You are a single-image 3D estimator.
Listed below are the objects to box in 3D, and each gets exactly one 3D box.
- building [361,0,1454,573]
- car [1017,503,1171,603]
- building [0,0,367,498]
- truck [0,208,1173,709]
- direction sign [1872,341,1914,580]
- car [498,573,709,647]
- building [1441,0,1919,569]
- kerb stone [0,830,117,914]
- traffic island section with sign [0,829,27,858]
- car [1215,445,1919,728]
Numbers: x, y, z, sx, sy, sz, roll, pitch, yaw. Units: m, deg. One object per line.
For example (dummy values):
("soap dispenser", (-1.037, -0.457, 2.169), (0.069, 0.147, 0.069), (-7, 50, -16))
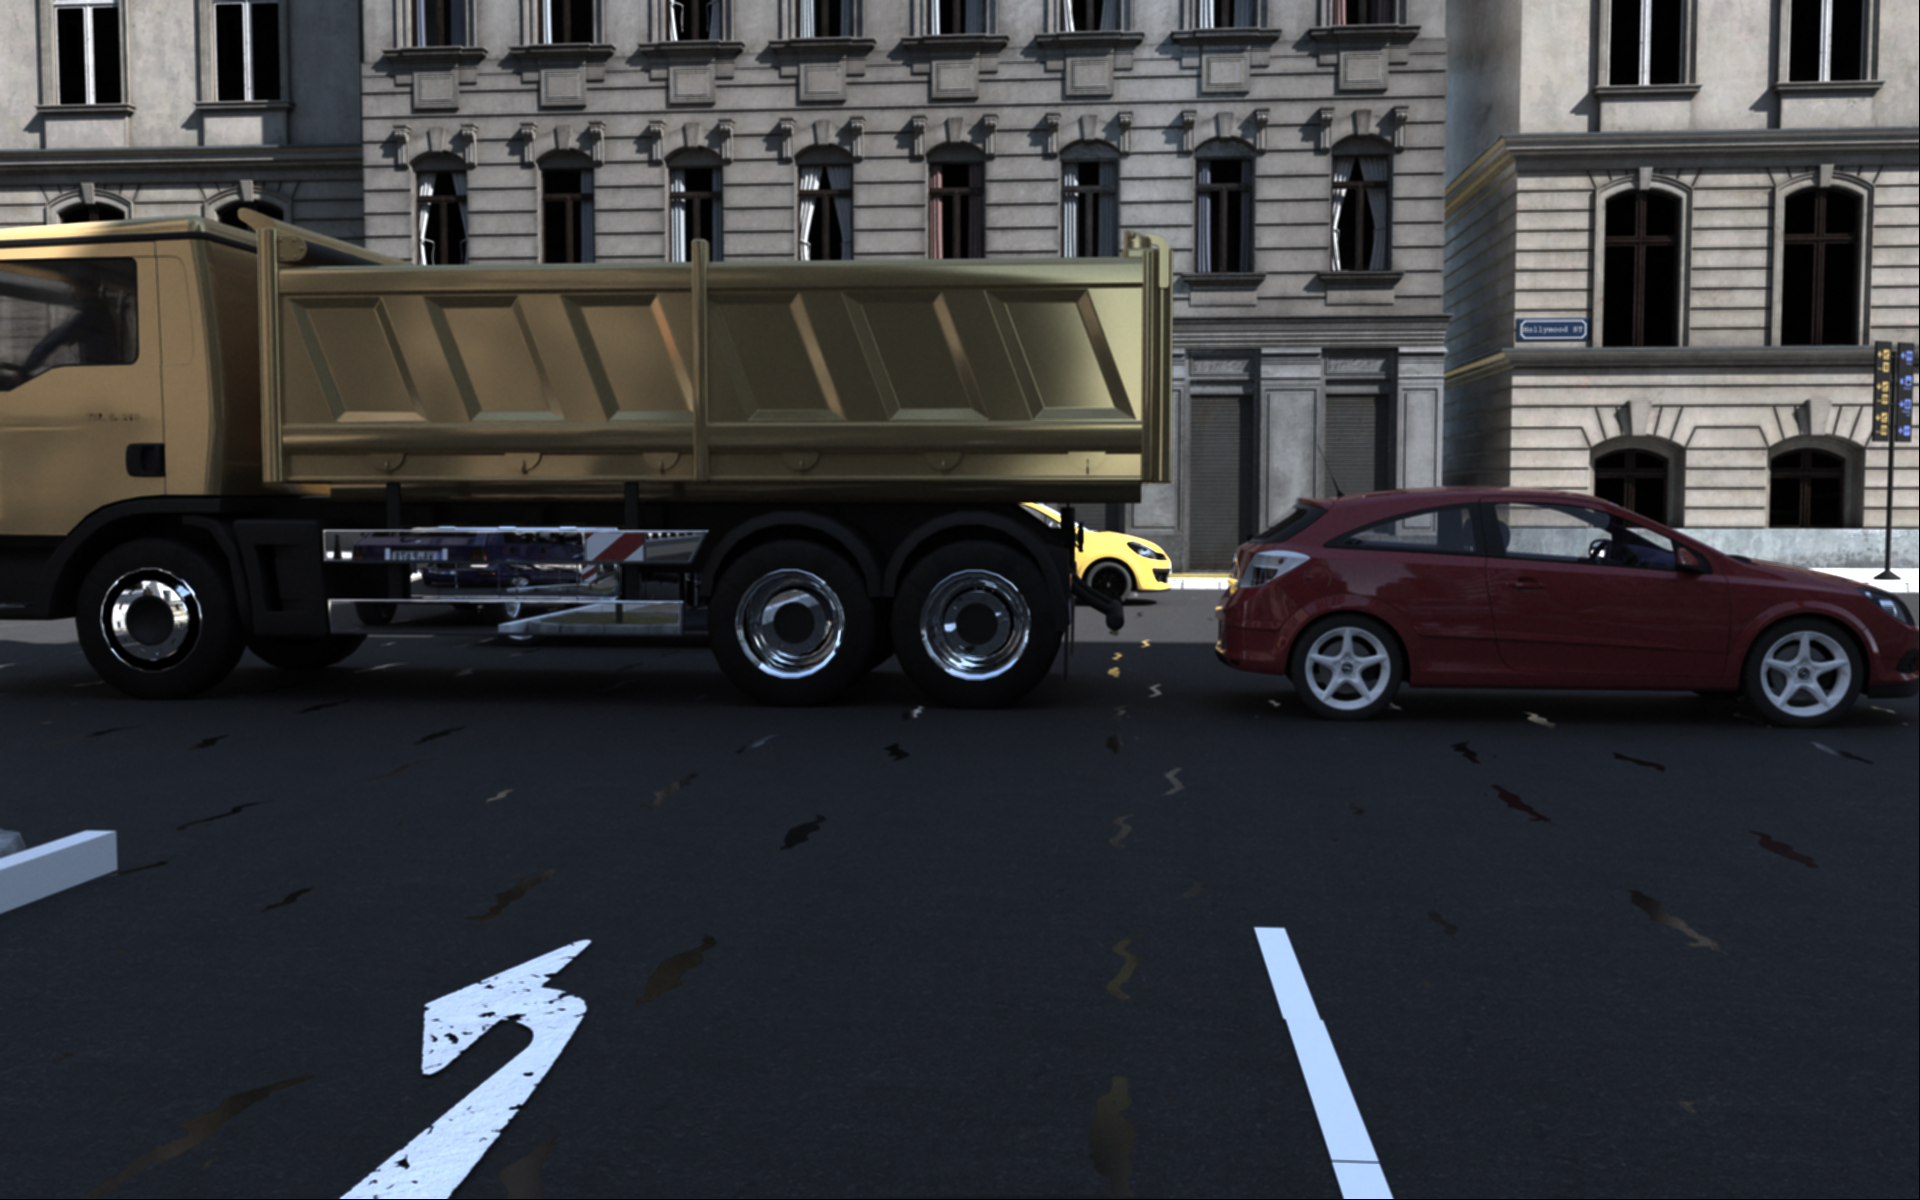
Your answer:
("building", (-0.739, -11.212, 32.462), (18.267, 20.994, 9.793), (0, 4, 5))
("car", (0.795, -0.777, 22.925), (3.980, 1.641, 2.015), (0, 4, 6))
("building", (-26.930, -13.324, 36.927), (34.723, 24.649, 14.460), (0, 4, 5))
("truck", (-3.385, -1.041, 12.940), (9.791, 3.379, 3.469), (0, 4, 5))
("direction sign", (13.913, -2.072, 25.881), (0.876, 3.537, 0.379), (-2, 4, -28))
("car", (-2.539, -0.297, 16.858), (4.499, 1.417, 2.014), (0, 4, 6))
("building", (26.865, -13.091, 33.117), (34.723, 24.649, 14.460), (0, 4, 5))
("kerb stone", (-3.317, 0.984, 6.108), (0.120, 0.150, 1.000), (0, 4, 5))
("traffic island section with sign", (-4.395, 0.143, 5.799), (2.006, 1.907, 1.989), (0, 4, 5))
("car", (3.975, -0.154, 11.554), (4.494, 1.783, 2.155), (0, 4, 7))
